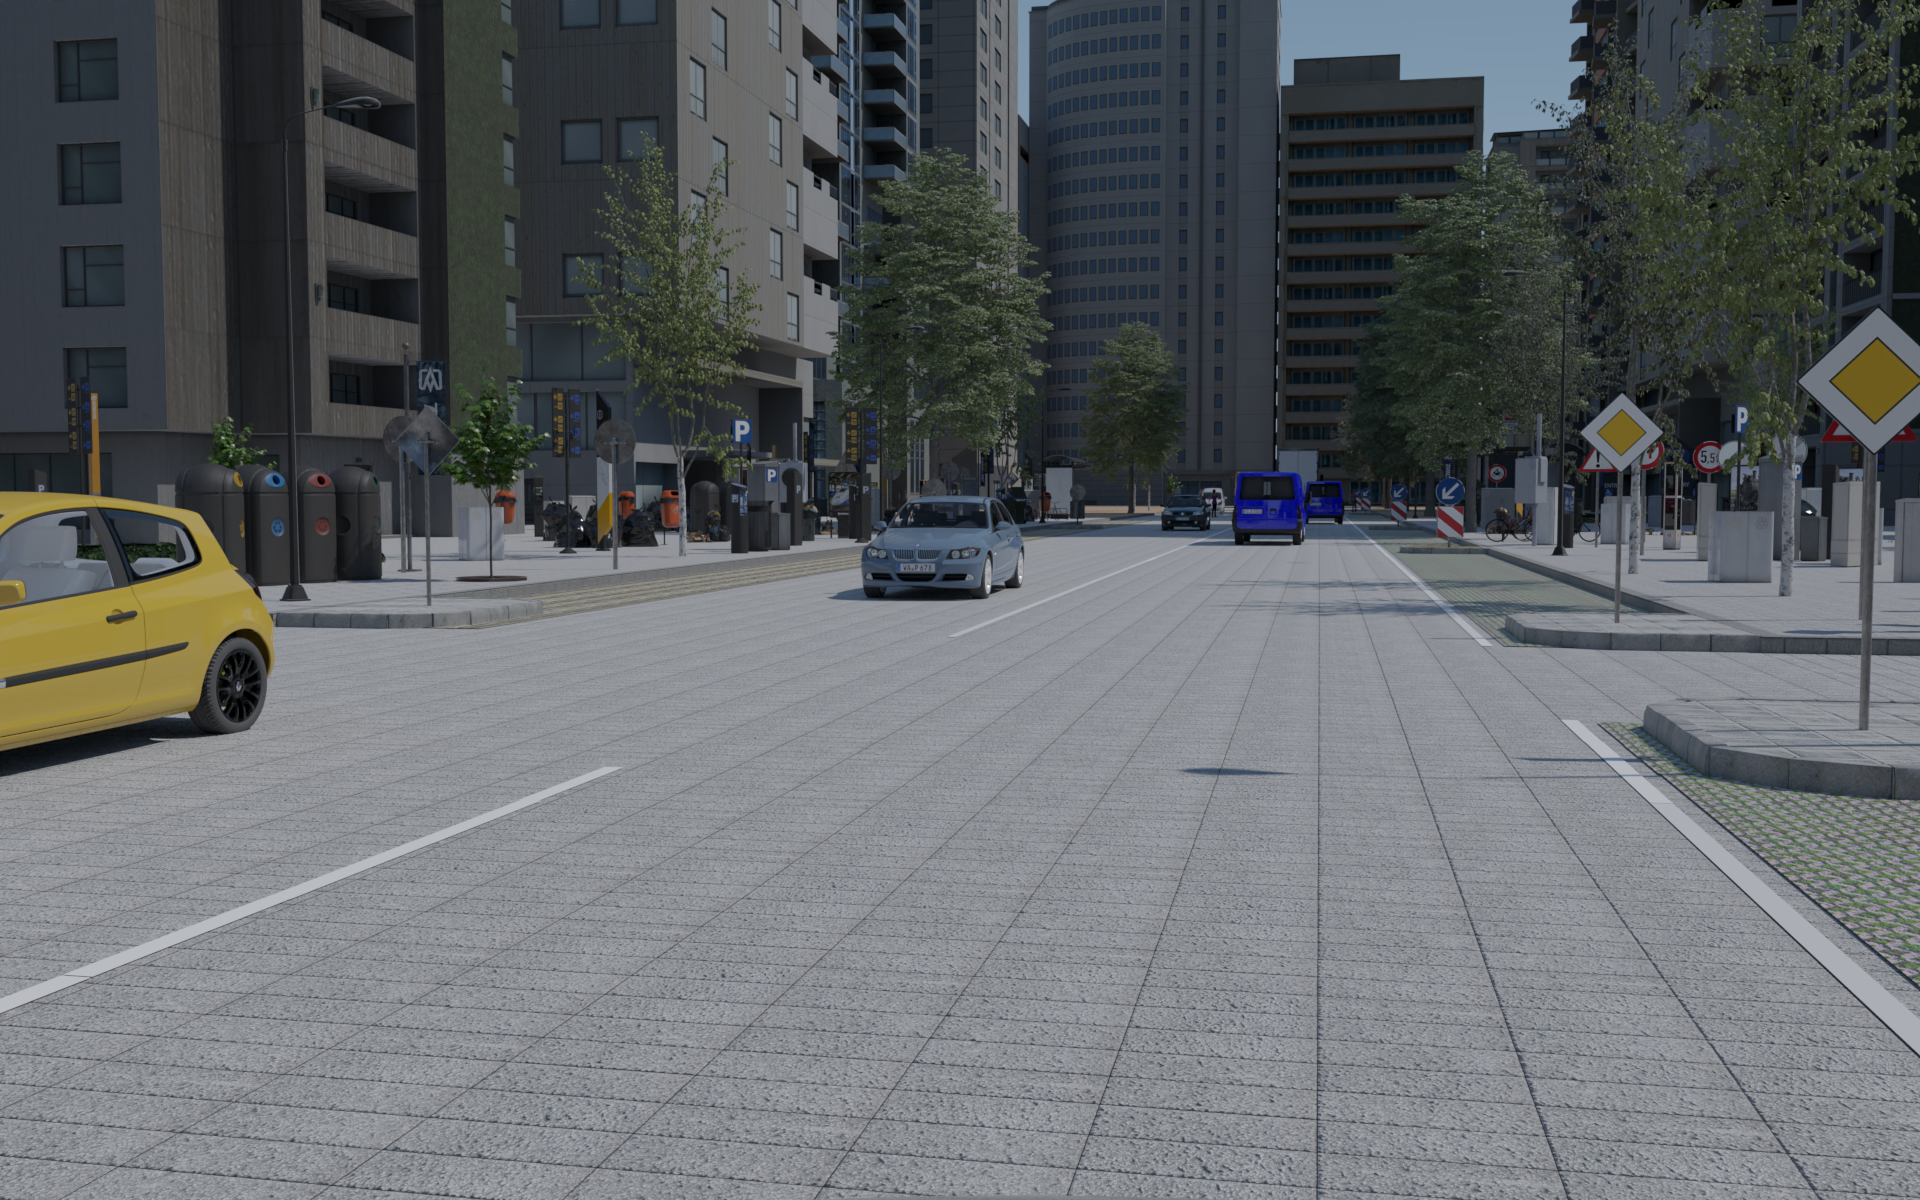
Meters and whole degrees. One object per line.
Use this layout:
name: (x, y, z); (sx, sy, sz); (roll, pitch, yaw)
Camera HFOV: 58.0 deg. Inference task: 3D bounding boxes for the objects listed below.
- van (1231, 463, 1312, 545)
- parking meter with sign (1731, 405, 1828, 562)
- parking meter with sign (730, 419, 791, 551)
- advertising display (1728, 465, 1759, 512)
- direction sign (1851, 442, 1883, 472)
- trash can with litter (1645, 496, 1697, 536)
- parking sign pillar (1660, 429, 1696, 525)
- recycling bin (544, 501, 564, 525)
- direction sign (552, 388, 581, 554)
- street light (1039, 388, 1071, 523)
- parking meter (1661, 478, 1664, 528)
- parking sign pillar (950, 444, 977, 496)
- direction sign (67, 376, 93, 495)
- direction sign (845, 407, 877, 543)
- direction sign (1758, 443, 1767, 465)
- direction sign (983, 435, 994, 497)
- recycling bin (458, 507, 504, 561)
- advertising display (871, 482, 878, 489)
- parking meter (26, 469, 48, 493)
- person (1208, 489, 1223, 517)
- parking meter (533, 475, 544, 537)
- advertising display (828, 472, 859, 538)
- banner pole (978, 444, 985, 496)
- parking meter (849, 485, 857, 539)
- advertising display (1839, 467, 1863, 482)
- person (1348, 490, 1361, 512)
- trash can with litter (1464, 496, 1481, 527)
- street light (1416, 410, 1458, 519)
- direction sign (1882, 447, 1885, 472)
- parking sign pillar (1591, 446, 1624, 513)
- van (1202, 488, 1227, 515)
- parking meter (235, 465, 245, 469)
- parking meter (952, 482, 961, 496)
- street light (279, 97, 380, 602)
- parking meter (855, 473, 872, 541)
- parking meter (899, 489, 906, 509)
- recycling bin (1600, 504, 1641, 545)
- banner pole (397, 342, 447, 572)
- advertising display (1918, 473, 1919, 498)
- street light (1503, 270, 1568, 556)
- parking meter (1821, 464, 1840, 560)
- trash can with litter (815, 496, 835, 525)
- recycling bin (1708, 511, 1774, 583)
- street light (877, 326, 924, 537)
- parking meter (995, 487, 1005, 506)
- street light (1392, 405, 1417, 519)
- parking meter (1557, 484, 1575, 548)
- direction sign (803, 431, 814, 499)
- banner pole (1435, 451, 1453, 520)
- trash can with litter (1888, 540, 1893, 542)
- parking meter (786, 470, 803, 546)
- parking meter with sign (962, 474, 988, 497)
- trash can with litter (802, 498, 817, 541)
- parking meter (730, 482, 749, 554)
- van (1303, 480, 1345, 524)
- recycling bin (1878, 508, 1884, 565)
van: (9.033, -2.808, 50.294); (2.240, 2.365, 5.245); (1, 4, 13)
parking meter with sign: (15.892, -2.282, 33.565); (0.543, 3.016, 1.738); (-3, 4, -39)
parking meter with sign: (-4.557, -2.673, 39.957); (0.543, 3.016, 1.738); (-3, 5, -43)
advertising display: (17.270, -1.998, 37.874); (0.123, 1.923, 0.974); (-2, 4, -30)
direction sign: (22.630, -3.151, 43.513); (0.379, 3.537, 0.876); (0, 4, -2)
trash can with litter: (22.231, -2.629, 54.036); (2.233, 1.210, 1.678); (1, 4, 9)
parking sign pillar: (29.649, -5.077, 71.478); (1.447, 3.967, 1.447); (3, 5, 41)
recycling bin: (-14.808, -3.063, 62.635); (0.722, 1.027, 0.722); (2, 4, 34)
direction sign: (-8.456, -2.769, 37.268); (0.379, 3.537, 0.876); (2, 4, 28)
street light: (4.151, -6.320, 75.869); (1.470, 5.913, 1.316); (1, 4, 12)
parking meter: (26.328, -3.603, 64.618); (0.255, 1.863, 0.399); (1, 4, 15)
parking sign pillar: (0.186, -6.042, 87.260); (1.447, 3.967, 1.447); (-1, 4, -18)
direction sign: (-17.068, -2.547, 33.643); (0.876, 3.537, 0.379); (3, 4, 37)
direction sign: (-2.590, -3.270, 45.461); (0.876, 3.537, 0.379); (-2, 4, -24)
direction sign: (35.523, -5.168, 76.488); (0.876, 3.537, 0.379); (-2, 4, -26)
direction sign: (1.098, -4.568, 66.690); (0.379, 3.537, 0.876); (-2, 4, -25)
recycling bin: (-9.271, -1.283, 33.527); (0.722, 1.027, 0.722); (-2, 4, -30)
advertising display: (-4.746, -5.412, 93.700); (0.123, 1.923, 0.974); (2, 4, 28)
parking meter: (-21.605, -2.133, 40.581); (0.255, 1.863, 0.399); (1, 4, 15)
person: (15.754, -5.975, 106.881); (1.217, 1.739, 0.721); (-3, 4, -38)
parking meter: (-12.585, -2.815, 51.737); (0.255, 1.863, 0.399); (-1, 4, -19)
advertising display: (-3.366, -2.751, 50.194); (0.974, 1.923, 0.123); (2, 4, 26)
banner pole: (0.837, -4.833, 69.038); (0.401, 3.779, 0.863); (2, 4, 26)
parking meter: (-2.986, -2.506, 49.385); (0.372, 1.533, 0.369); (0, 3, 0)
advertising display: (21.354, -2.238, 41.798); (0.974, 1.923, 0.123); (2, 4, 33)
person: (30.688, -7.668, 134.591); (1.217, 1.743, 0.721); (-1, 4, -16)
trash can with litter: (19.822, -3.411, 66.835); (2.233, 1.210, 1.678); (-3, 4, -36)
street light: (17.532, -5.539, 63.097); (1.470, 5.913, 1.316); (1, 4, 12)
direction sign: (32.377, -4.257, 61.606); (0.876, 3.537, 0.379); (2, 4, 34)
parking sign pillar: (29.274, -5.494, 78.303); (1.447, 3.967, 1.447); (0, 4, 4)
van: (17.573, -6.948, 120.619); (2.013, 2.044, 4.112); (1, 4, 10)
parking meter: (-14.435, -1.785, 34.890); (0.255, 1.863, 0.399); (-2, 4, -28)
parking meter: (-0.178, -4.860, 85.178); (0.399, 1.863, 0.255); (3, 5, 41)
street light: (-7.464, -2.935, 20.527); (1.470, 5.913, 1.316); (1, 4, 12)
parking meter: (-2.636, -2.543, 47.285); (0.399, 1.863, 0.255); (-2, 4, -25)
parking meter: (-2.965, -4.974, 89.743); (0.372, 1.533, 0.369); (0, 3, 0)
recycling bin: (16.935, -1.948, 44.399); (0.722, 1.027, 0.722); (-2, 4, -34)
banner pole: (-8.902, -2.364, 28.668); (0.863, 3.779, 0.401); (0, 4, -6)
advertising display: (27.428, -2.653, 48.598); (0.974, 1.923, 0.123); (3, 5, 40)
street light: (11.964, -3.883, 36.024); (1.470, 5.913, 1.316); (1, 4, 12)
parking meter: (17.056, -1.728, 33.965); (0.255, 1.863, 0.399); (3, 4, 37)
trash can with litter: (-6.131, -3.687, 71.332); (2.233, 1.210, 1.678); (-1, 4, -17)
recycling bin: (11.403, -0.780, 25.310); (0.722, 1.027, 0.722); (1, 4, 9)
street light: (-1.673, -4.621, 48.098); (1.470, 5.913, 1.316); (1, 4, 12)
parking meter: (1.528, -3.483, 65.366); (0.372, 1.533, 0.369); (0, 3, 0)
street light: (23.191, -7.193, 90.152); (1.470, 5.913, 1.316); (1, 4, 12)
parking meter: (14.379, -2.000, 41.116); (0.372, 1.533, 0.369); (0, 3, 0)
direction sign: (-5.462, -4.318, 62.602); (0.379, 3.537, 0.876); (-2, 4, -29)
banner pole: (23.961, -5.848, 85.639); (0.863, 3.779, 0.401); (1, 4, 20)
trash can with litter: (25.832, -2.133, 45.924); (2.233, 1.210, 1.678); (1, 4, 19)
parking meter: (-4.105, -2.279, 42.974); (0.255, 1.863, 0.399); (2, 4, 27)
parking meter with sign: (0.462, -5.061, 79.007); (1.738, 3.016, 0.543); (0, 4, 7)
trash can with litter: (-4.404, -2.176, 46.968); (1.055, 1.170, 0.624); (0, 4, -8)
parking meter: (-4.765, -1.774, 37.410); (0.372, 1.533, 0.369); (0, 3, 0)
van: (17.642, -4.892, 84.373); (2.240, 2.365, 5.245); (1, 4, 10)
recycling bin: (16.419, -1.170, 31.691); (0.722, 1.027, 0.722); (1, 4, 17)
